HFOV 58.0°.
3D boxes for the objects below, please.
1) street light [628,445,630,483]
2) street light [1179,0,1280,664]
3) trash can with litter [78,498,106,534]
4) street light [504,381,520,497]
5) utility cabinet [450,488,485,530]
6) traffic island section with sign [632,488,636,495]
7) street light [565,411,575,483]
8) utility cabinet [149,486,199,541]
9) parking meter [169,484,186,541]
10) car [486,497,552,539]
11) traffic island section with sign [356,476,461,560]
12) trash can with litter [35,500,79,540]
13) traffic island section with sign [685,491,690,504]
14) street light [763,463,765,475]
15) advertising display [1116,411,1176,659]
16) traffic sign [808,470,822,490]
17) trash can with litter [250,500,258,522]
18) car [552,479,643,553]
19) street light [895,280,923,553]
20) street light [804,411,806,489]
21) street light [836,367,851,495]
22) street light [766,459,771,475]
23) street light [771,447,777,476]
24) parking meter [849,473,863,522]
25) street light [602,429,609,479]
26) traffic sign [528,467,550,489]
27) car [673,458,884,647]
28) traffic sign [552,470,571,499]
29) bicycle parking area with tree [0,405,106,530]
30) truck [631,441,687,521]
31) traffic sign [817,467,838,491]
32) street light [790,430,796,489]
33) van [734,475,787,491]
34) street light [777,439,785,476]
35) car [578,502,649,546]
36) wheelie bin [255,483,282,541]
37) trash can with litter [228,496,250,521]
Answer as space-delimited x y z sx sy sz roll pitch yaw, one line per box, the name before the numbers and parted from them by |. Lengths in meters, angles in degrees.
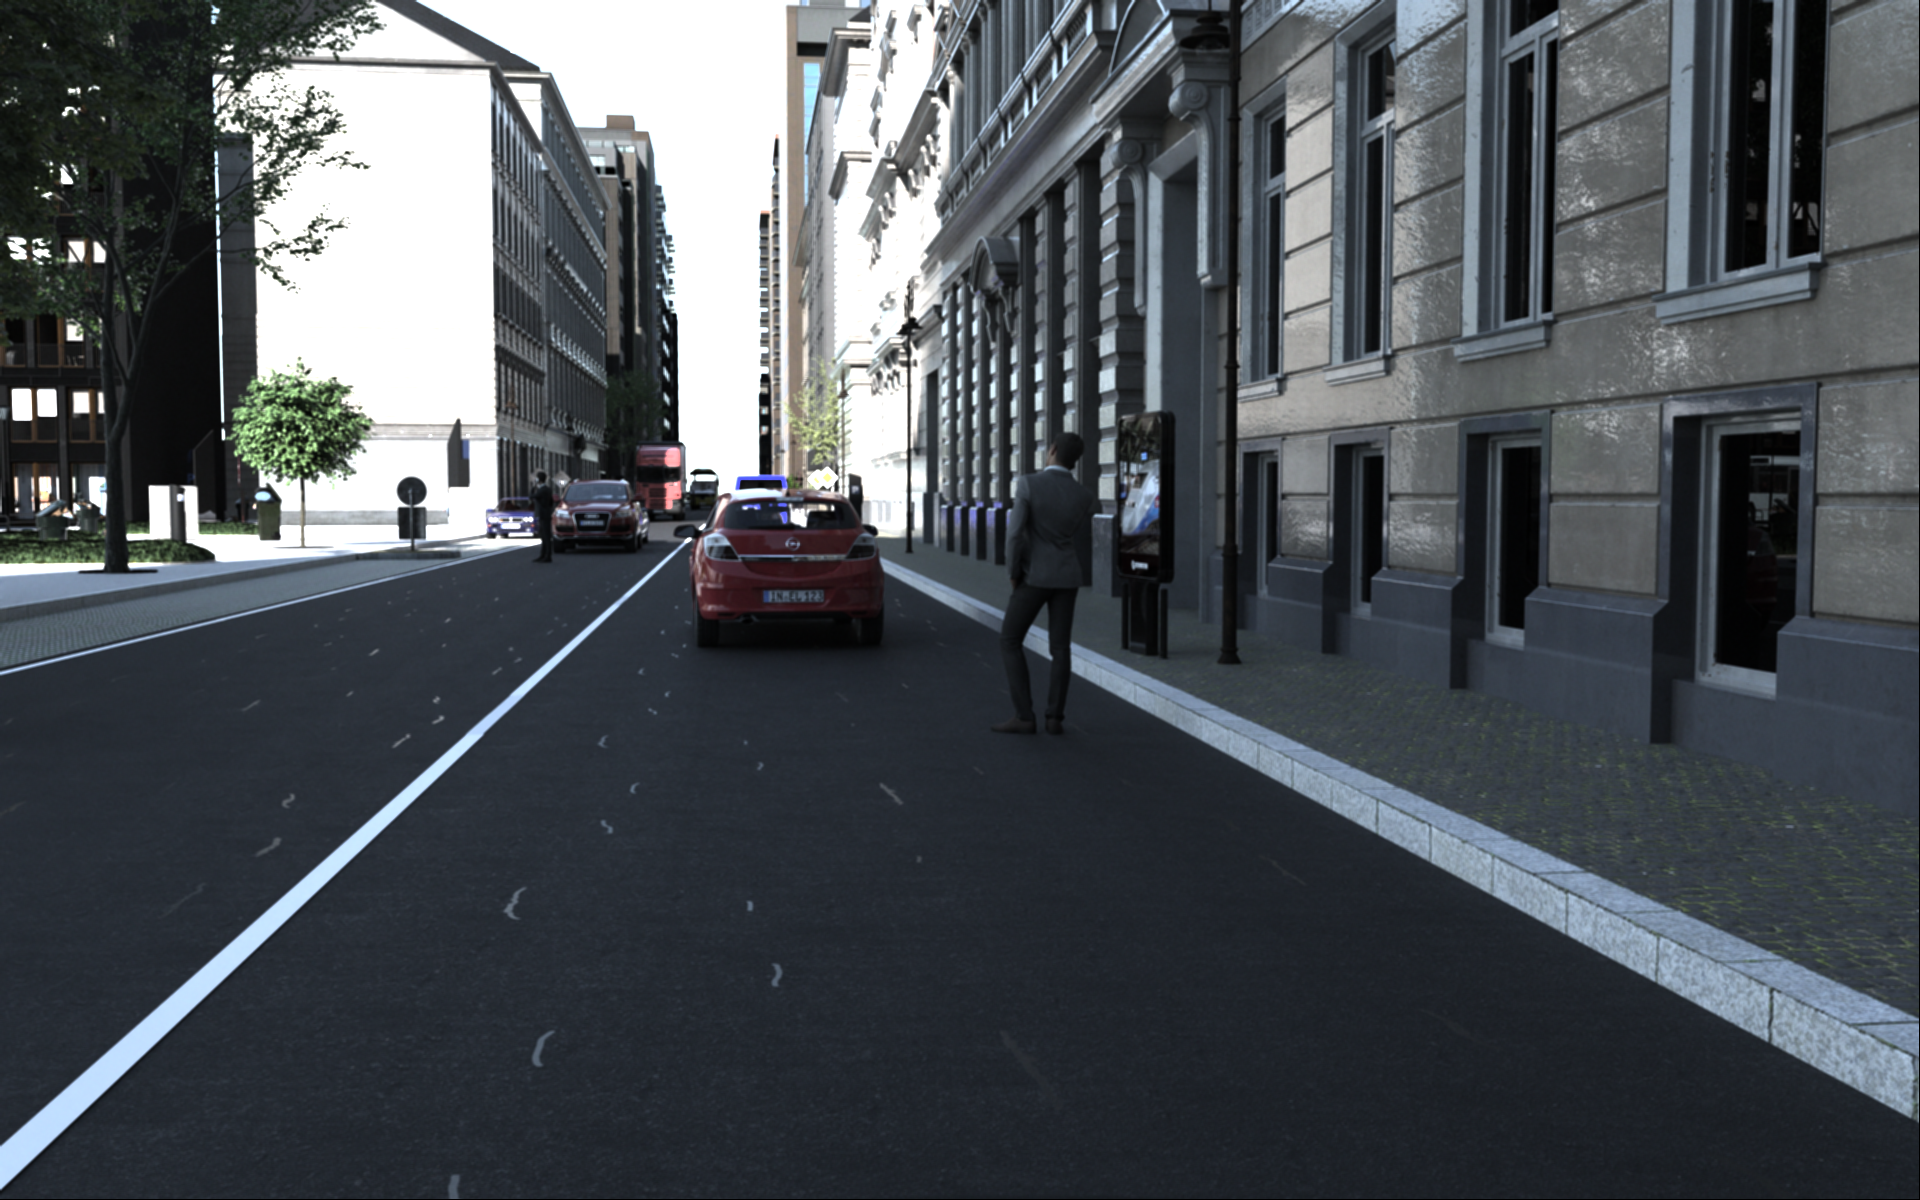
street light | -28.102 -10.648 146.878 0.468 5.910 1.993 0 4 -7
street light | 2.041 -2.457 12.953 0.468 5.910 1.993 0 4 -7
trash can with litter | -24.409 -2.296 48.934 0.624 1.170 1.055 2 4 32
street light | -18.364 -6.014 71.121 0.468 5.910 1.993 0 4 -7
utility cabinet | -17.300 -3.190 60.835 1.173 1.500 0.318 -1 4 -14
traffic island section with sign | -22.636 -6.830 120.303 1.989 1.847 2.006 0 4 -7
street light | -21.660 -7.550 96.224 0.468 5.910 1.993 0 4 -7
utility cabinet | -21.284 -2.339 46.925 0.318 1.500 1.173 3 5 41
parking meter | -20.409 -2.250 45.193 0.372 1.533 0.369 0 3 0
car | -14.232 -2.658 56.043 1.945 1.354 3.894 0 4 -6
traffic island section with sign | -12.183 -1.822 38.419 1.989 1.847 2.006 0 4 -7
trash can with litter | -18.182 -1.400 34.275 0.624 1.170 1.055 3 5 40
traffic island section with sign | -42.838 -16.514 278.627 1.989 1.847 2.006 0 4 -7
street light | -24.668 -15.257 222.238 0.468 5.910 1.993 0 4 -7
advertising display | 1.477 -0.528 13.852 0.123 1.923 0.974 -1 4 -15
traffic sign | -5.920 -4.186 72.083 0.795 2.450 0.064 0 4 -7
trash can with litter | -23.802 -2.923 59.172 0.624 1.170 1.055 -1 4 -21
car | -9.158 -2.157 43.936 2.281 1.827 5.304 0 4 -8
street light | -1.111 -3.968 37.669 0.468 5.910 1.993 0 4 -7
street light | -8.625 -7.577 96.665 0.468 5.910 1.993 0 4 -7
street light | -4.253 -5.523 63.083 0.468 5.910 1.993 0 4 -7
street light | -21.444 -13.701 196.791 0.468 5.910 1.993 0 4 -7
street light | -18.215 -12.189 172.084 0.468 5.910 1.993 0 4 -7
parking meter | -2.905 -2.610 48.377 0.399 1.863 0.255 0 4 -1
street light | -24.758 -9.068 121.047 0.468 5.910 1.993 0 4 -7
traffic sign | -15.271 -3.622 62.864 0.795 2.450 0.064 0 4 -7
car | -1.861 -0.539 17.848 2.155 1.783 4.494 -1 4 -9
traffic sign | -16.283 -4.107 70.785 0.795 2.450 0.064 0 4 -7
bicycle parking area with tree | -33.460 -4.253 56.545 8.231 4.147 9.016 1 4 19
truck | -16.249 -6.450 94.373 2.839 4.237 11.283 0 4 -8
traffic sign | -4.908 -3.701 64.162 0.795 2.450 0.064 0 4 -7
street light | -11.675 -9.089 121.394 0.468 5.910 1.993 0 4 -7
van | -6.781 -3.339 58.973 2.240 2.365 5.245 0 4 -7
street light | -14.972 -10.612 146.296 0.468 5.910 1.993 0 4 -7
car | -9.897 -2.298 49.569 2.014 1.417 4.499 0 4 -6
wheelie bin | -18.975 -2.423 47.518 0.693 1.594 0.980 -2 4 -25
trash can with litter | -33.559 -4.237 80.670 0.624 1.170 1.055 1 4 21
